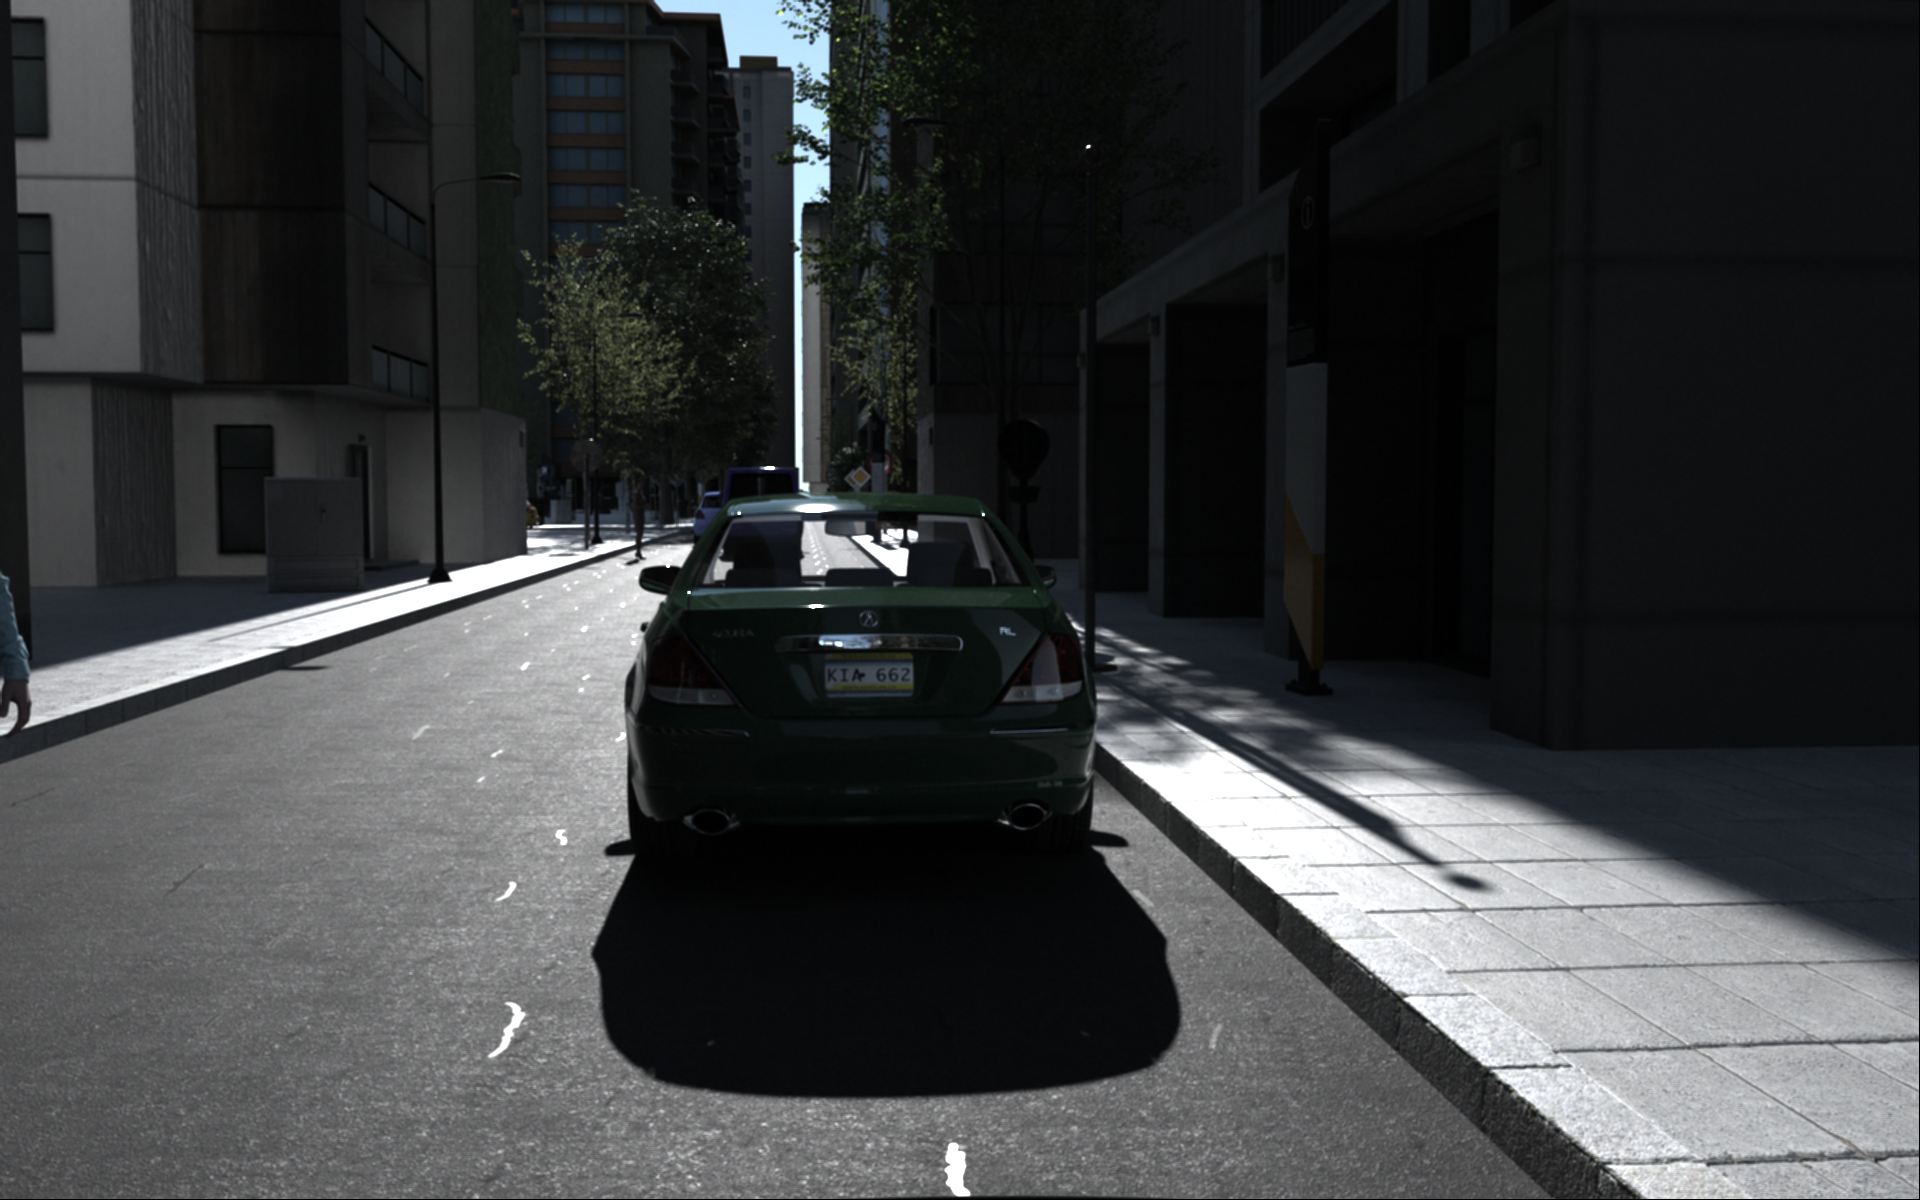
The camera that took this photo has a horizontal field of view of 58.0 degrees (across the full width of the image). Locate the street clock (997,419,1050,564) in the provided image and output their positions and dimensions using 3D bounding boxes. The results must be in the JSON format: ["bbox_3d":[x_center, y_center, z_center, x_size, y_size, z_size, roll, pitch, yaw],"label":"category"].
[{"bbox_3d":[0.618,-0.753,16.878,0.471,2.002,0.358,1,4,16],"label":"street clock"}]

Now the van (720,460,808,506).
[{"bbox_3d":[-4.858,-2.345,42.733,2.240,2.365,5.245,0,4,-6],"label":"van"}]

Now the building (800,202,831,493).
[{"bbox_3d":[-14.579,-33.771,235.750,14.086,41.232,14.154,0,4,-5],"label":"building"}]

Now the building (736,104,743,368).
[{"bbox_3d":[-34.559,-32.426,184.797,22.147,44.769,28.867,0,4,-5],"label":"building"}]

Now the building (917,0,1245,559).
[{"bbox_3d":[5.846,-16.442,40.526,14.160,30.474,14.107,0,4,-5],"label":"building"}]

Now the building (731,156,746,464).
[{"bbox_3d":[-32.966,-32.158,209.384,14.086,41.232,14.154,0,4,-5],"label":"building"}]

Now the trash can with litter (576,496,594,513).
[{"bbox_3d":[-25.376,-6.457,116.626,2.233,1.210,1.678,2,4,31],"label":"trash can with litter"}]

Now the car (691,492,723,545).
[{"bbox_3d":[-6.680,-2.428,49.290,1.945,1.707,3.694,0,4,-6],"label":"car"}]

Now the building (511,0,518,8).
[{"bbox_3d":[-60.976,-48.598,232.828,20.611,71.187,20.563,0,4,-5],"label":"building"}]

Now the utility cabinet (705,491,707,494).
[{"bbox_3d":[-18.304,-7.049,123.935,0.318,1.500,1.173,-1,4,-13],"label":"utility cabinet"}]

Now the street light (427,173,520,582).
[{"bbox_3d":[-7.068,-3.220,25.194,1.470,5.913,1.316,0,4,-5],"label":"street light"}]

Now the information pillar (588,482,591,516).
[{"bbox_3d":[-21.976,-5.979,102.255,0.304,2.012,0.304,-1,4,-13],"label":"information pillar"}]

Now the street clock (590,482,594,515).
[{"bbox_3d":[-22.458,-6.166,105.391,0.358,2.002,0.471,0,4,-7],"label":"street clock"}]

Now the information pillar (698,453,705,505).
[{"bbox_3d":[-13.292,-5.975,89.041,0.504,3.616,0.183,3,5,42],"label":"information pillar"}]

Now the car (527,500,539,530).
[{"bbox_3d":[-17.870,-3.350,65.003,3.980,1.641,2.015,0,4,-4],"label":"car"}]

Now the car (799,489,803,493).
[{"bbox_3d":[-12.921,-7.718,134.864,2.281,1.827,5.304,0,4,-6],"label":"car"}]

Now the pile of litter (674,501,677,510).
[{"bbox_3d":[-22.804,-7.719,140.162,1.719,0.858,1.176,0,4,4],"label":"pile of litter"}]

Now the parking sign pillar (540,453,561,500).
[{"bbox_3d":[-26.511,-7.561,112.096,1.447,3.967,1.447,1,4,17],"label":"parking sign pillar"}]

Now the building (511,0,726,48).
[{"bbox_3d":[-32.023,-30.651,155.775,22.147,44.769,28.867,0,4,-5],"label":"building"}]

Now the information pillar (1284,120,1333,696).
[{"bbox_3d":[2.236,-1.211,11.154,0.183,3.616,0.504,-1,4,-11],"label":"information pillar"}]

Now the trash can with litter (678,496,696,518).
[{"bbox_3d":[-16.268,-5.612,103.139,1.055,1.170,0.624,0,4,8],"label":"trash can with litter"}]

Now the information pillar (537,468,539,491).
[{"bbox_3d":[-33.401,-8.952,137.724,0.504,3.616,0.183,2,4,35],"label":"information pillar"}]

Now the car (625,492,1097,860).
[{"bbox_3d":[-0.512,0.215,8.279,2.131,1.459,4.920,0,4,-5],"label":"car"}]

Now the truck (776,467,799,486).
[{"bbox_3d":[-18.745,-12.128,187.205,2.839,4.237,11.283,0,4,-7],"label":"truck"}]

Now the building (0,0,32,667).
[{"bbox_3d":[-16.825,-23.047,0.516,21.300,48.544,21.600,0,4,-5],"label":"building"}]

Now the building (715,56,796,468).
[{"bbox_3d":[-36.596,-42.432,235.765,28.212,58.520,21.231,0,4,-5],"label":"building"}]

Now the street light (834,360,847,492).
[{"bbox_3d":[-3.550,-5.367,60.286,1.470,5.913,1.316,0,4,-5],"label":"street light"}]

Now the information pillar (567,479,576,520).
[{"bbox_3d":[-18.934,-4.884,84.341,0.304,2.012,0.304,2,4,30],"label":"information pillar"}]

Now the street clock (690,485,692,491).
[{"bbox_3d":[-21.156,-7.980,135.042,0.471,2.002,0.358,-2,4,-28],"label":"street clock"}]

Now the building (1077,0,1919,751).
[{"bbox_3d":[12.705,-35.086,11.916,20.563,71.187,20.611,0,4,-5],"label":"building"}]

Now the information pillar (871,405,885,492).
[{"bbox_3d":[-2.165,-3.322,45.661,0.183,3.616,0.504,-3,5,-40],"label":"information pillar"}]

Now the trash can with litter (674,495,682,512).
[{"bbox_3d":[-20.560,-7.110,127.312,1.678,1.210,2.233,-2,4,-26],"label":"trash can with litter"}]

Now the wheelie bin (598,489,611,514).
[{"bbox_3d":[-22.785,-6.292,110.777,0.693,1.594,0.980,3,4,37],"label":"wheelie bin"}]

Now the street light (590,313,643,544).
[{"bbox_3d":[-8.802,-4.396,44.424,1.470,5.913,1.316,0,4,-5],"label":"street light"}]

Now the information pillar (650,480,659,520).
[{"bbox_3d":[-15.011,-4.938,85.220,0.304,2.012,0.304,3,4,37],"label":"information pillar"}]

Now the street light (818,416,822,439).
[{"bbox_3d":[-7.550,-7.970,102.844,1.470,5.913,1.316,0,4,-5],"label":"street light"}]

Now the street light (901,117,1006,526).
[{"bbox_3d":[-0.022,-2.997,21.537,1.470,5.913,1.316,0,4,-5],"label":"street light"}]

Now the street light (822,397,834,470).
[{"bbox_3d":[-5.742,-6.777,83.353,1.470,5.913,1.316,0,4,-5],"label":"street light"}]

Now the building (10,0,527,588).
[{"bbox_3d":[-15.587,-21.079,28.237,14.154,41.232,14.086,0,4,-5],"label":"building"}]

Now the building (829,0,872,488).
[{"bbox_3d":[-0.884,-32.591,156.571,21.300,48.544,21.600,0,4,-5],"label":"building"}]

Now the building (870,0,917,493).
[{"bbox_3d":[2.339,-27.131,93.699,14.600,45.320,14.200,0,4,-5],"label":"building"}]

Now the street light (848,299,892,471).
[{"bbox_3d":[-1.841,-4.190,41.054,1.470,5.913,1.316,0,4,-5],"label":"street light"}]

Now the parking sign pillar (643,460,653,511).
[{"bbox_3d":[-24.013,-8.903,134.035,1.447,3.967,1.447,1,4,16],"label":"parking sign pillar"}]

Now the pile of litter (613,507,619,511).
[{"bbox_3d":[-26.527,-7.410,135.119,1.176,0.858,1.719,2,4,34],"label":"pile of litter"}]
